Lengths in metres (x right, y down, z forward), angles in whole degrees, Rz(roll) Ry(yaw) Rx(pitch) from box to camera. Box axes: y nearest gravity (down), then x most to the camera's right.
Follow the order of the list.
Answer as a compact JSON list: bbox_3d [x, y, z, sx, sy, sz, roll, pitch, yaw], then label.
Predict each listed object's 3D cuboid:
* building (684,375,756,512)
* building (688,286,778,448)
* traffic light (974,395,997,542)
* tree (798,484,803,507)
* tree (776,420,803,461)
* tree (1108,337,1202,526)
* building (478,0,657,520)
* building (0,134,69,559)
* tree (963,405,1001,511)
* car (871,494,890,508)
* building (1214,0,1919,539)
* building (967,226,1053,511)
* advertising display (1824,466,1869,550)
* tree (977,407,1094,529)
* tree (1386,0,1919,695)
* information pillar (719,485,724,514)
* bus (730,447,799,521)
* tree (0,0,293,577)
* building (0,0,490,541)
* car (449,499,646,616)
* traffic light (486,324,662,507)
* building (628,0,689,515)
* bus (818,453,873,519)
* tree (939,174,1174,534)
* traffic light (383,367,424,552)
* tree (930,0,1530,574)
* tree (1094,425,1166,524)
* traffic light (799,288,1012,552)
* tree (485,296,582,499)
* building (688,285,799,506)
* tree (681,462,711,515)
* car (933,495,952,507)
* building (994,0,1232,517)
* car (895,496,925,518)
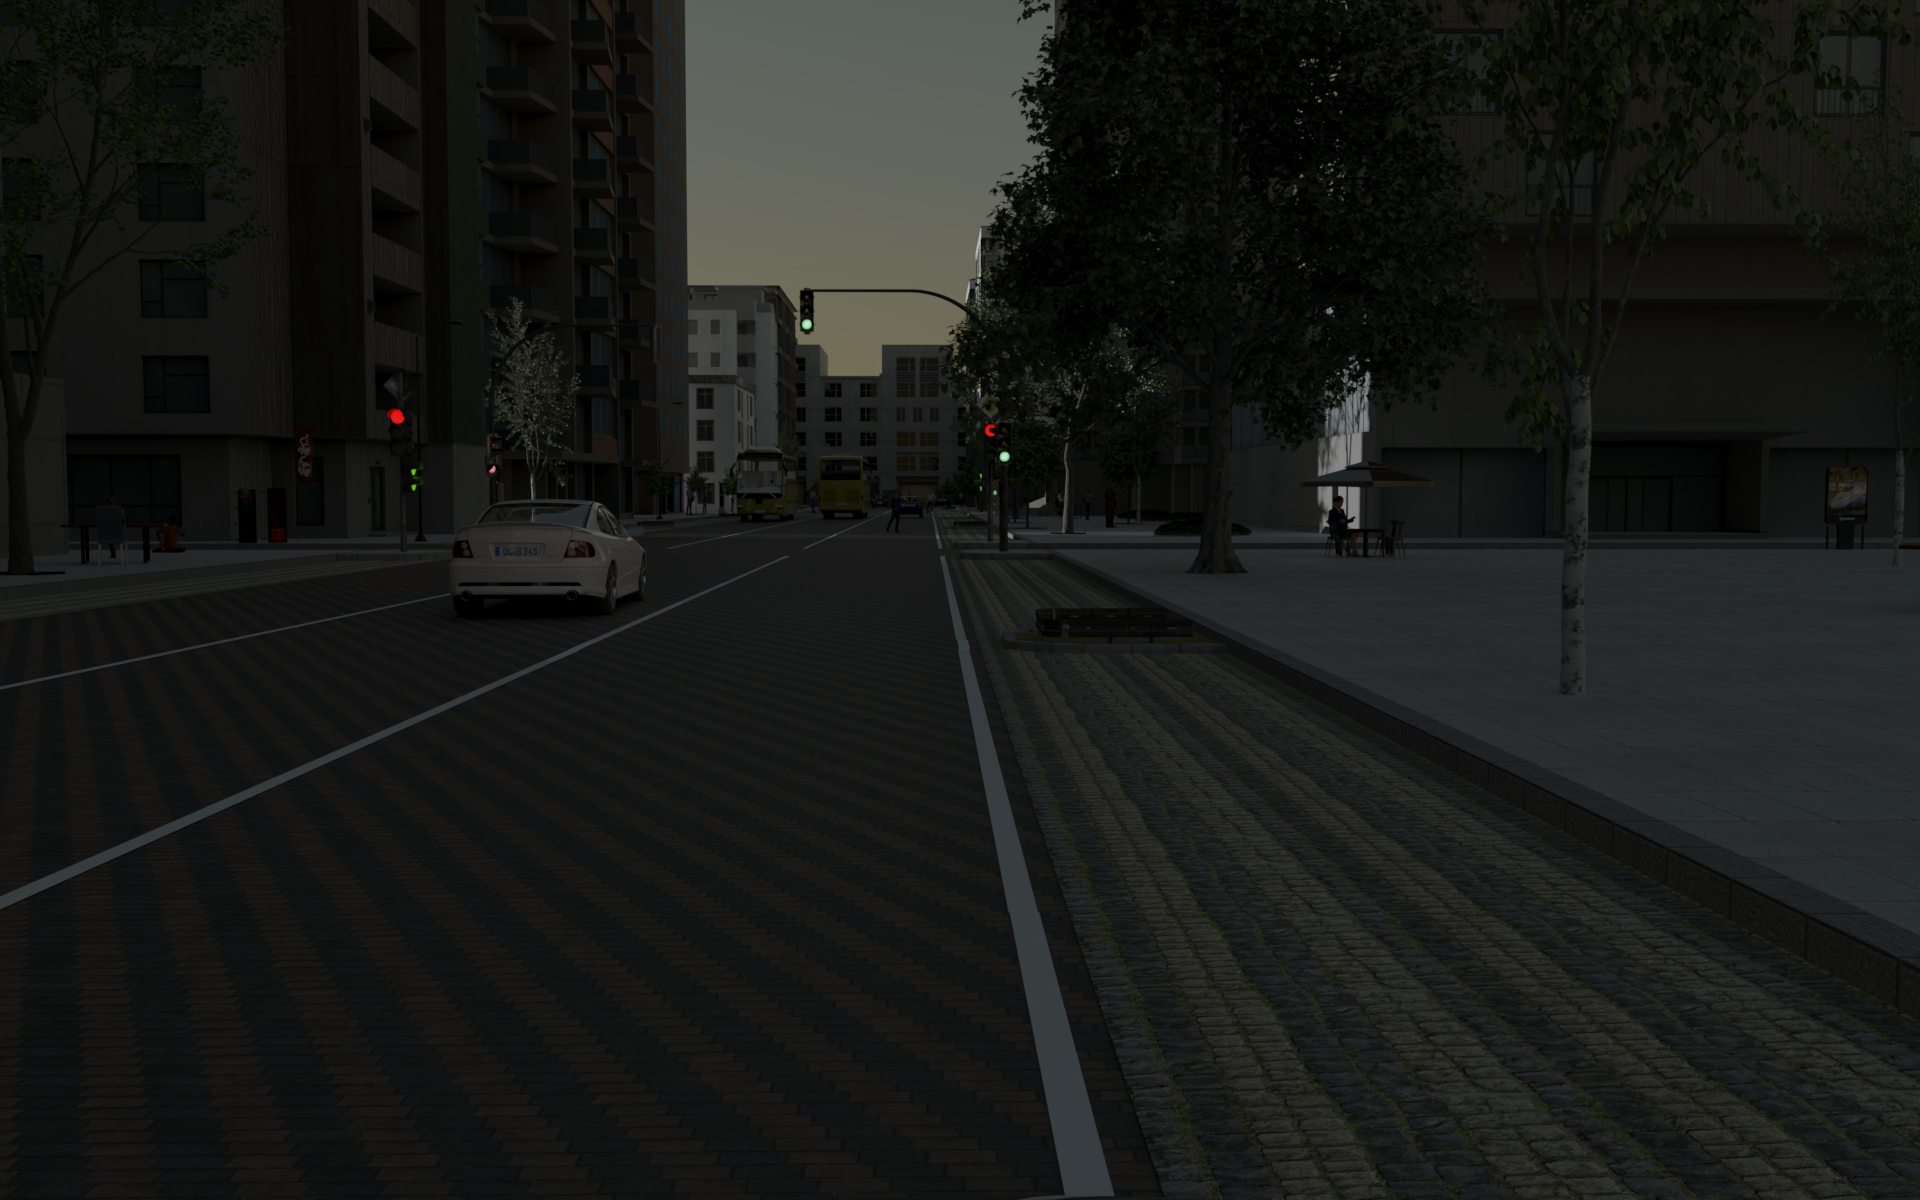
[{"bbox_3d":[-20.542,-11.849,135.883,9.099,9.664,28.070,0,4,-1],"label":"building"},{"bbox_3d":[-24.315,-18.278,155.258,16.016,20.091,11.380,0,4,-1],"label":"building"},{"bbox_3d":[0.800,-3.526,46.576,0.839,4.253,0.868,0,4,-1],"label":"traffic light"},{"bbox_3d":[-16.809,-11.128,176.551,1.663,3.219,1.824,0,3,0],"label":"tree"},{"bbox_3d":[-17.351,-13.274,167.387,4.737,8.622,4.395,0,3,0],"label":"tree"},{"bbox_3d":[7.474,-7.311,69.905,4.360,8.622,3.978,0,3,0],"label":"tree"},{"bbox_3d":[-26.564,-26.078,80.999,22.147,44.769,28.867,0,4,-1],"label":"building"},{"bbox_3d":[-29.212,-35.861,24.586,20.611,71.187,20.563,0,4,-1],"label":"building"},{"bbox_3d":[2.319,-10.878,128.220,4.737,8.622,4.395,0,3,0],"label":"tree"},{"bbox_3d":[-8.274,-10.365,179.257,2.009,1.686,4.222,0,4,-1],"label":"car"},{"bbox_3d":[23.986,-28.770,59.633,27.495,52.752,28.713,0,4,-1],"label":"building"},{"bbox_3d":[15.197,-18.643,148.792,27.936,21.610,32.646,0,4,-1],"label":"building"},{"bbox_3d":[20.416,-2.122,39.904,0.974,1.923,0.123,0,4,-4],"label":"advertising display"},{"bbox_3d":[2.432,-4.934,64.390,4.285,4.588,4.351,0,3,0],"label":"tree"},{"bbox_3d":[4.165,-3.704,10.925,4.737,8.622,4.395,0,3,0],"label":"tree"},{"bbox_3d":[-15.199,-6.484,110.503,0.304,2.012,0.304,0,4,-2],"label":"information pillar"},{"bbox_3d":[-10.424,-6.276,94.166,2.896,3.916,12.252,0,4,-2],"label":"bus"},{"bbox_3d":[-14.836,-6.211,27.303,9.928,11.665,9.643,0,3,0],"label":"tree"},{"bbox_3d":[-23.100,-17.147,52.061,14.160,30.474,14.107,0,4,-1],"label":"building"},{"bbox_3d":[-5.107,-0.581,21.858,2.083,1.381,4.827,0,4,-3],"label":"car"},{"bbox_3d":[-10.389,-4.387,46.389,4.771,5.953,1.251,0,4,-1],"label":"traffic light"},{"bbox_3d":[-25.464,-28.206,111.281,14.600,45.320,14.200,0,4,-1],"label":"building"},{"bbox_3d":[-6.802,-6.828,103.186,2.896,3.916,12.252,0,4,-1],"label":"bus"},{"bbox_3d":[3.581,-7.915,55.169,9.928,11.665,9.643,0,3,0],"label":"tree"},{"bbox_3d":[-12.332,-3.022,38.332,0.839,4.253,0.868,0,4,-1],"label":"traffic light"},{"bbox_3d":[4.307,-6.781,27.881,9.611,12.733,9.660,0,3,0],"label":"tree"},{"bbox_3d":[7.151,-5.527,74.078,4.285,4.588,4.351,0,3,0],"label":"tree"},{"bbox_3d":[-1.143,-3.899,38.412,4.771,5.953,1.251,0,4,-1],"label":"traffic light"},{"bbox_3d":[-15.869,-6.964,64.220,4.360,8.622,3.978,0,3,0],"label":"tree"},{"bbox_3d":[-34.197,-20.753,183.290,32.646,21.610,27.936,0,4,-1],"label":"building"},{"bbox_3d":[-15.891,-6.710,104.311,1.663,3.219,1.824,0,3,0],"label":"tree"},{"bbox_3d":[-1.848,-10.464,183.662,1.945,1.354,3.894,0,4,-1],"label":"car"},{"bbox_3d":[18.461,-25.345,106.277,32.217,40.220,23.993,0,4,-1],"label":"building"},{"bbox_3d":[-3.078,-5.630,104.626,1.945,1.354,3.894,0,4,-1],"label":"car"}]
